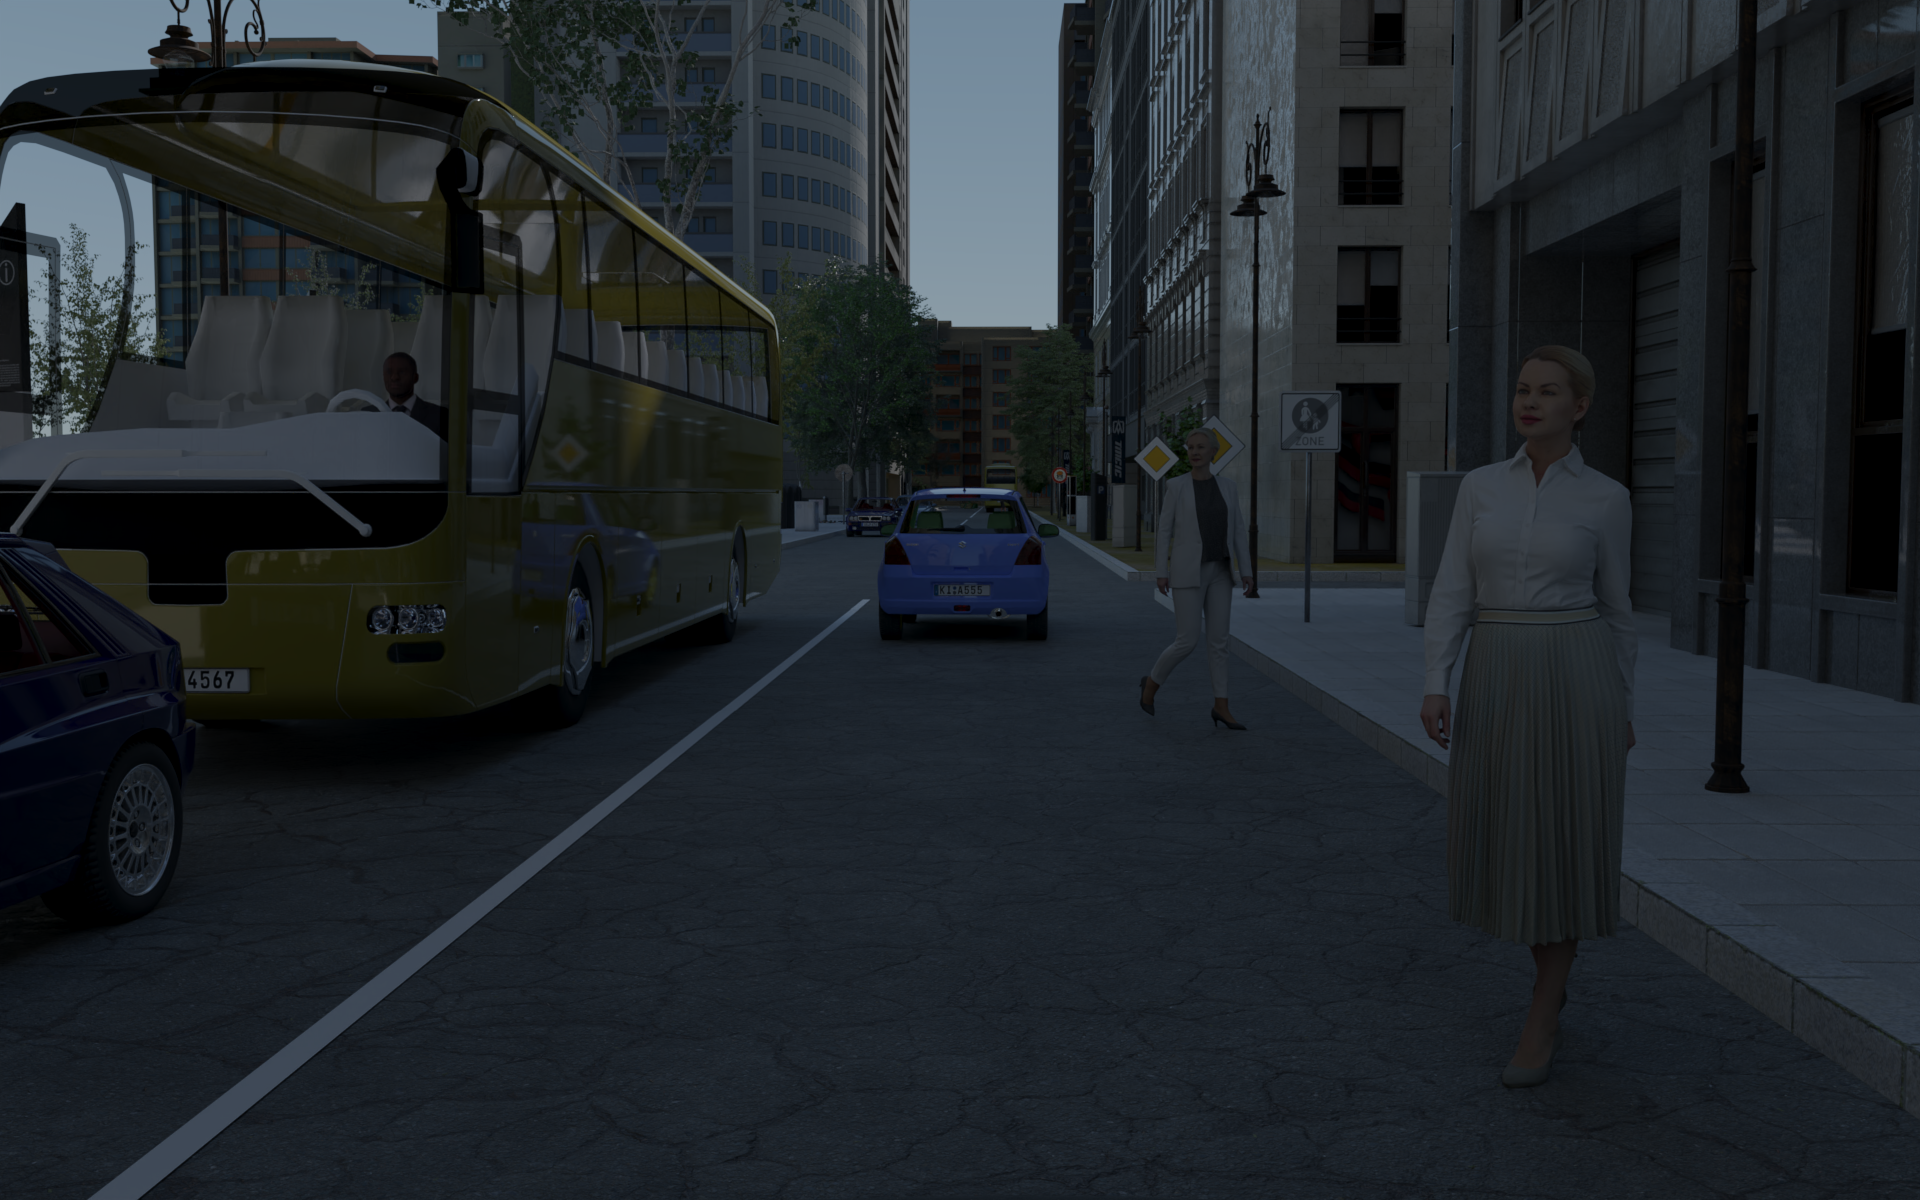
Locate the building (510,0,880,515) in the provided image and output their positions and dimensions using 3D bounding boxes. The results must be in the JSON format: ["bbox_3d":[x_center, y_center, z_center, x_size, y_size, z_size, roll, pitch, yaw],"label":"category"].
[{"bbox_3d":[-16.983,-35.270,118.668,21.231,58.520,28.212,0,4,1],"label":"building"}]

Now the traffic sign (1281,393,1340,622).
[{"bbox_3d":[3.470,-0.925,17.250,0.606,2.300,0.079,0,4,3],"label":"traffic sign"}]

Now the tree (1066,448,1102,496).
[{"bbox_3d":[5.108,-4.806,73.187,1.663,3.219,1.824,0,3,0],"label":"tree"}]

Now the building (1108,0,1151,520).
[{"bbox_3d":[14.017,-17.066,72.532,14.314,27.812,24.014,0,4,1],"label":"building"}]

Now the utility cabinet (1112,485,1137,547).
[{"bbox_3d":[4.006,-2.026,41.805,0.318,1.500,1.173,2,4,25],"label":"utility cabinet"}]

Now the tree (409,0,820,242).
[{"bbox_3d":[-8.025,-11.214,39.245,12.611,20.169,13.585,0,3,0],"label":"tree"}]

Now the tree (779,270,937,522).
[{"bbox_3d":[-4.877,-9.395,79.356,9.928,11.665,9.643,0,3,0],"label":"tree"}]

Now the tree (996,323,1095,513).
[{"bbox_3d":[6.276,-12.032,114.842,7.486,12.596,7.792,0,3,0],"label":"tree"}]

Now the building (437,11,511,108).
[{"bbox_3d":[-36.718,-33.320,168.486,21.600,48.544,21.300,0,4,1],"label":"building"}]

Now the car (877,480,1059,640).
[{"bbox_3d":[0.087,-0.535,18.331,1.945,1.707,3.694,0,4,2],"label":"car"}]

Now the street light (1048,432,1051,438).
[{"bbox_3d":[5.540,-8.048,104.375,0.468,5.910,1.993,0,4,1],"label":"street light"}]

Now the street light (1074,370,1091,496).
[{"bbox_3d":[4.645,-5.617,64.625,0.468,5.910,1.993,0,4,1],"label":"street light"}]

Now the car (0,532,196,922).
[{"bbox_3d":[-3.641,0.490,4.569,1.945,1.354,3.894,0,4,2],"label":"car"}]

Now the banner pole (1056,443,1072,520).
[{"bbox_3d":[5.178,-5.859,85.809,0.863,3.779,0.401,-1,4,-23],"label":"banner pole"}]

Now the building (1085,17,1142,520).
[{"bbox_3d":[14.048,-18.889,94.744,13.634,28.700,20.117,0,4,1],"label":"building"}]

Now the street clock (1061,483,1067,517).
[{"bbox_3d":[5.934,-5.739,98.403,0.358,2.002,0.471,-1,4,-14],"label":"street clock"}]

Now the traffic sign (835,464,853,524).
[{"bbox_3d":[-4.908,-4.465,73.109,0.768,2.556,0.104,0,4,4],"label":"traffic sign"}]

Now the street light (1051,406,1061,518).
[{"bbox_3d":[5.180,-7.224,90.893,0.468,5.910,1.993,0,4,1],"label":"street light"}]

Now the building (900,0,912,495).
[{"bbox_3d":[-15.590,-44.664,168.510,20.611,71.187,20.563,0,4,1],"label":"building"}]

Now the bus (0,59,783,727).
[{"bbox_3d":[-3.455,-1.367,13.899,2.896,3.916,12.252,0,4,2],"label":"bus"}]

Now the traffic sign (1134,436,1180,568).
[{"bbox_3d":[3.392,-1.609,29.952,0.795,2.450,0.064,0,4,1],"label":"traffic sign"}]

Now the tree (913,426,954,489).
[{"bbox_3d":[-2.636,-13.915,177.869,4.360,8.622,3.978,0,3,0],"label":"tree"}]

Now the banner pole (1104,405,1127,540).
[{"bbox_3d":[4.327,-3.597,48.836,0.863,3.779,0.401,-2,4,-24],"label":"banner pole"}]

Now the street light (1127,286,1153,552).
[{"bbox_3d":[3.993,-4.023,38.570,0.468,5.910,1.993,0,4,1],"label":"street light"}]

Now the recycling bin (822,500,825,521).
[{"bbox_3d":[-6.455,-4.033,78.494,0.722,1.027,0.722,0,4,1],"label":"recycling bin"}]

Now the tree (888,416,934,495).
[{"bbox_3d":[-3.914,-11.021,130.555,4.737,8.622,4.395,0,3,0],"label":"tree"}]

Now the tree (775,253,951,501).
[{"bbox_3d":[-5.227,-11.235,90.351,9.857,13.997,8.962,0,3,0],"label":"tree"}]

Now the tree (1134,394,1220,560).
[{"bbox_3d":[4.509,-2.393,33.725,1.663,3.219,1.824,0,3,0],"label":"tree"}]

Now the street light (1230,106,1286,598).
[{"bbox_3d":[3.618,-2.962,21.221,0.468,5.910,1.993,0,4,1],"label":"street light"}]

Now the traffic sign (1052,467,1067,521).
[{"bbox_3d":[4.710,-4.994,81.756,0.768,2.556,0.104,0,4,5],"label":"traffic sign"}]

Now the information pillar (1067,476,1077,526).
[{"bbox_3d":[4.487,-3.977,69.518,0.304,2.012,0.304,-1,4,-18],"label":"information pillar"}]

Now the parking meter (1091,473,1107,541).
[{"bbox_3d":[3.824,-2.569,47.713,0.399,1.863,0.255,-2,4,-28],"label":"parking meter"}]

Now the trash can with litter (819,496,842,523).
[{"bbox_3d":[-6.057,-4.021,76.803,1.678,1.210,2.233,0,4,-4],"label":"trash can with litter"}]

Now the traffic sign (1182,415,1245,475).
[{"bbox_3d":[3.210,-1.121,21.969,0.795,2.450,0.064,0,4,1],"label":"traffic sign"}]

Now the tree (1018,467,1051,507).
[{"bbox_3d":[7.510,-11.738,175.635,4.285,4.588,4.351,0,3,0],"label":"tree"}]

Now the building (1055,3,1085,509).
[{"bbox_3d":[15.970,-30.981,156.647,14.600,45.320,14.200,0,4,1],"label":"building"}]

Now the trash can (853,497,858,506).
[{"bbox_3d":[-5.835,-5.234,97.230,0.748,1.137,0.748,0,3,0],"label":"trash can"}]

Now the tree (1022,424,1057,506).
[{"bbox_3d":[8.359,-14.217,182.810,4.737,8.622,4.395,0,3,0],"label":"tree"}]

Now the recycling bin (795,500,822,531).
[{"bbox_3d":[-5.284,-2.885,59.732,0.722,1.027,0.722,0,4,6],"label":"recycling bin"}]

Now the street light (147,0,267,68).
[{"bbox_3d":[-6.262,-2.567,14.755,0.468,5.910,1.993,0,4,1],"label":"street light"}]

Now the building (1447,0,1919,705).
[{"bbox_3d":[11.449,-11.708,9.452,12.078,24.808,19.932,0,4,1],"label":"building"}]

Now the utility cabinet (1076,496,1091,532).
[{"bbox_3d":[4.234,-2.883,58.303,0.306,1.237,1.020,-1,4,-17],"label":"utility cabinet"}]

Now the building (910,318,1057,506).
[{"bbox_3d":[-2.795,-22.007,204.856,28.899,21.520,27.650,0,4,1],"label":"building"}]

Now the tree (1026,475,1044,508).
[{"bbox_3d":[7.239,-10.178,161.012,1.663,3.219,1.824,0,3,0],"label":"tree"}]

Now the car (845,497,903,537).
[{"bbox_3d":[-2.882,-2.842,59.044,1.945,1.354,3.894,0,4,3],"label":"car"}]

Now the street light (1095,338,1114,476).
[{"bbox_3d":[4.281,-4.817,51.552,0.468,5.910,1.993,0,4,1],"label":"street light"}]

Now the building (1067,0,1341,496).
[{"bbox_3d":[19.667,-29.386,135.081,22.147,44.769,28.867,0,4,1],"label":"building"}]

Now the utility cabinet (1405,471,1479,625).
[{"bbox_3d":[4.951,-0.500,16.849,1.173,1.500,0.318,-1,4,-11],"label":"utility cabinet"}]

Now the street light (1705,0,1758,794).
[{"bbox_3d":[3.325,-2.112,7.327,0.468,5.910,1.993,0,4,1],"label":"street light"}]

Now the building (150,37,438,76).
[{"bbox_3d":[-61.943,-31.477,169.272,28.867,44.769,22.147,0,4,1],"label":"building"}]

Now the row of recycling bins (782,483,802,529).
[{"bbox_3d":[-6.611,-3.547,65.103,1.069,1.692,3.534,0,4,7],"label":"row of recycling bins"}]

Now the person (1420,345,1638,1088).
[{"bbox_3d":[1.475,0.265,4.399,0.478,1.798,0.641,3,4,39],"label":"person"}]

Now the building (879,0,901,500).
[{"bbox_3d":[-16.207,-31.812,143.821,21.300,48.544,21.600,0,4,1],"label":"building"}]

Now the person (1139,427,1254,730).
[{"bbox_3d":[1.458,-0.145,10.754,0.514,1.842,0.818,-3,4,-37],"label":"person"}]

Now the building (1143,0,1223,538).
[{"bbox_3d":[10.930,-12.352,51.107,9.793,20.994,18.267,0,4,1],"label":"building"}]

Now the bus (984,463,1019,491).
[{"bbox_3d":[3.294,-8.952,137.913,2.896,3.916,12.252,0,4,2],"label":"bus"}]

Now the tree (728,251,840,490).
[{"bbox_3d":[-5.802,-6.209,51.881,4.737,8.622,4.395,0,3,0],"label":"tree"}]

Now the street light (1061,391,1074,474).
[{"bbox_3d":[4.941,-6.411,77.606,0.468,5.910,1.993,0,4,1],"label":"street light"}]

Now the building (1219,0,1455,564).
[{"bbox_3d":[14.584,-11.098,36.208,16.860,20.320,10.420,0,4,1],"label":"building"}]

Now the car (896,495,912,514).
[{"bbox_3d":[-1.920,-3.607,70.969,2.014,1.417,4.499,0,4,2],"label":"car"}]
